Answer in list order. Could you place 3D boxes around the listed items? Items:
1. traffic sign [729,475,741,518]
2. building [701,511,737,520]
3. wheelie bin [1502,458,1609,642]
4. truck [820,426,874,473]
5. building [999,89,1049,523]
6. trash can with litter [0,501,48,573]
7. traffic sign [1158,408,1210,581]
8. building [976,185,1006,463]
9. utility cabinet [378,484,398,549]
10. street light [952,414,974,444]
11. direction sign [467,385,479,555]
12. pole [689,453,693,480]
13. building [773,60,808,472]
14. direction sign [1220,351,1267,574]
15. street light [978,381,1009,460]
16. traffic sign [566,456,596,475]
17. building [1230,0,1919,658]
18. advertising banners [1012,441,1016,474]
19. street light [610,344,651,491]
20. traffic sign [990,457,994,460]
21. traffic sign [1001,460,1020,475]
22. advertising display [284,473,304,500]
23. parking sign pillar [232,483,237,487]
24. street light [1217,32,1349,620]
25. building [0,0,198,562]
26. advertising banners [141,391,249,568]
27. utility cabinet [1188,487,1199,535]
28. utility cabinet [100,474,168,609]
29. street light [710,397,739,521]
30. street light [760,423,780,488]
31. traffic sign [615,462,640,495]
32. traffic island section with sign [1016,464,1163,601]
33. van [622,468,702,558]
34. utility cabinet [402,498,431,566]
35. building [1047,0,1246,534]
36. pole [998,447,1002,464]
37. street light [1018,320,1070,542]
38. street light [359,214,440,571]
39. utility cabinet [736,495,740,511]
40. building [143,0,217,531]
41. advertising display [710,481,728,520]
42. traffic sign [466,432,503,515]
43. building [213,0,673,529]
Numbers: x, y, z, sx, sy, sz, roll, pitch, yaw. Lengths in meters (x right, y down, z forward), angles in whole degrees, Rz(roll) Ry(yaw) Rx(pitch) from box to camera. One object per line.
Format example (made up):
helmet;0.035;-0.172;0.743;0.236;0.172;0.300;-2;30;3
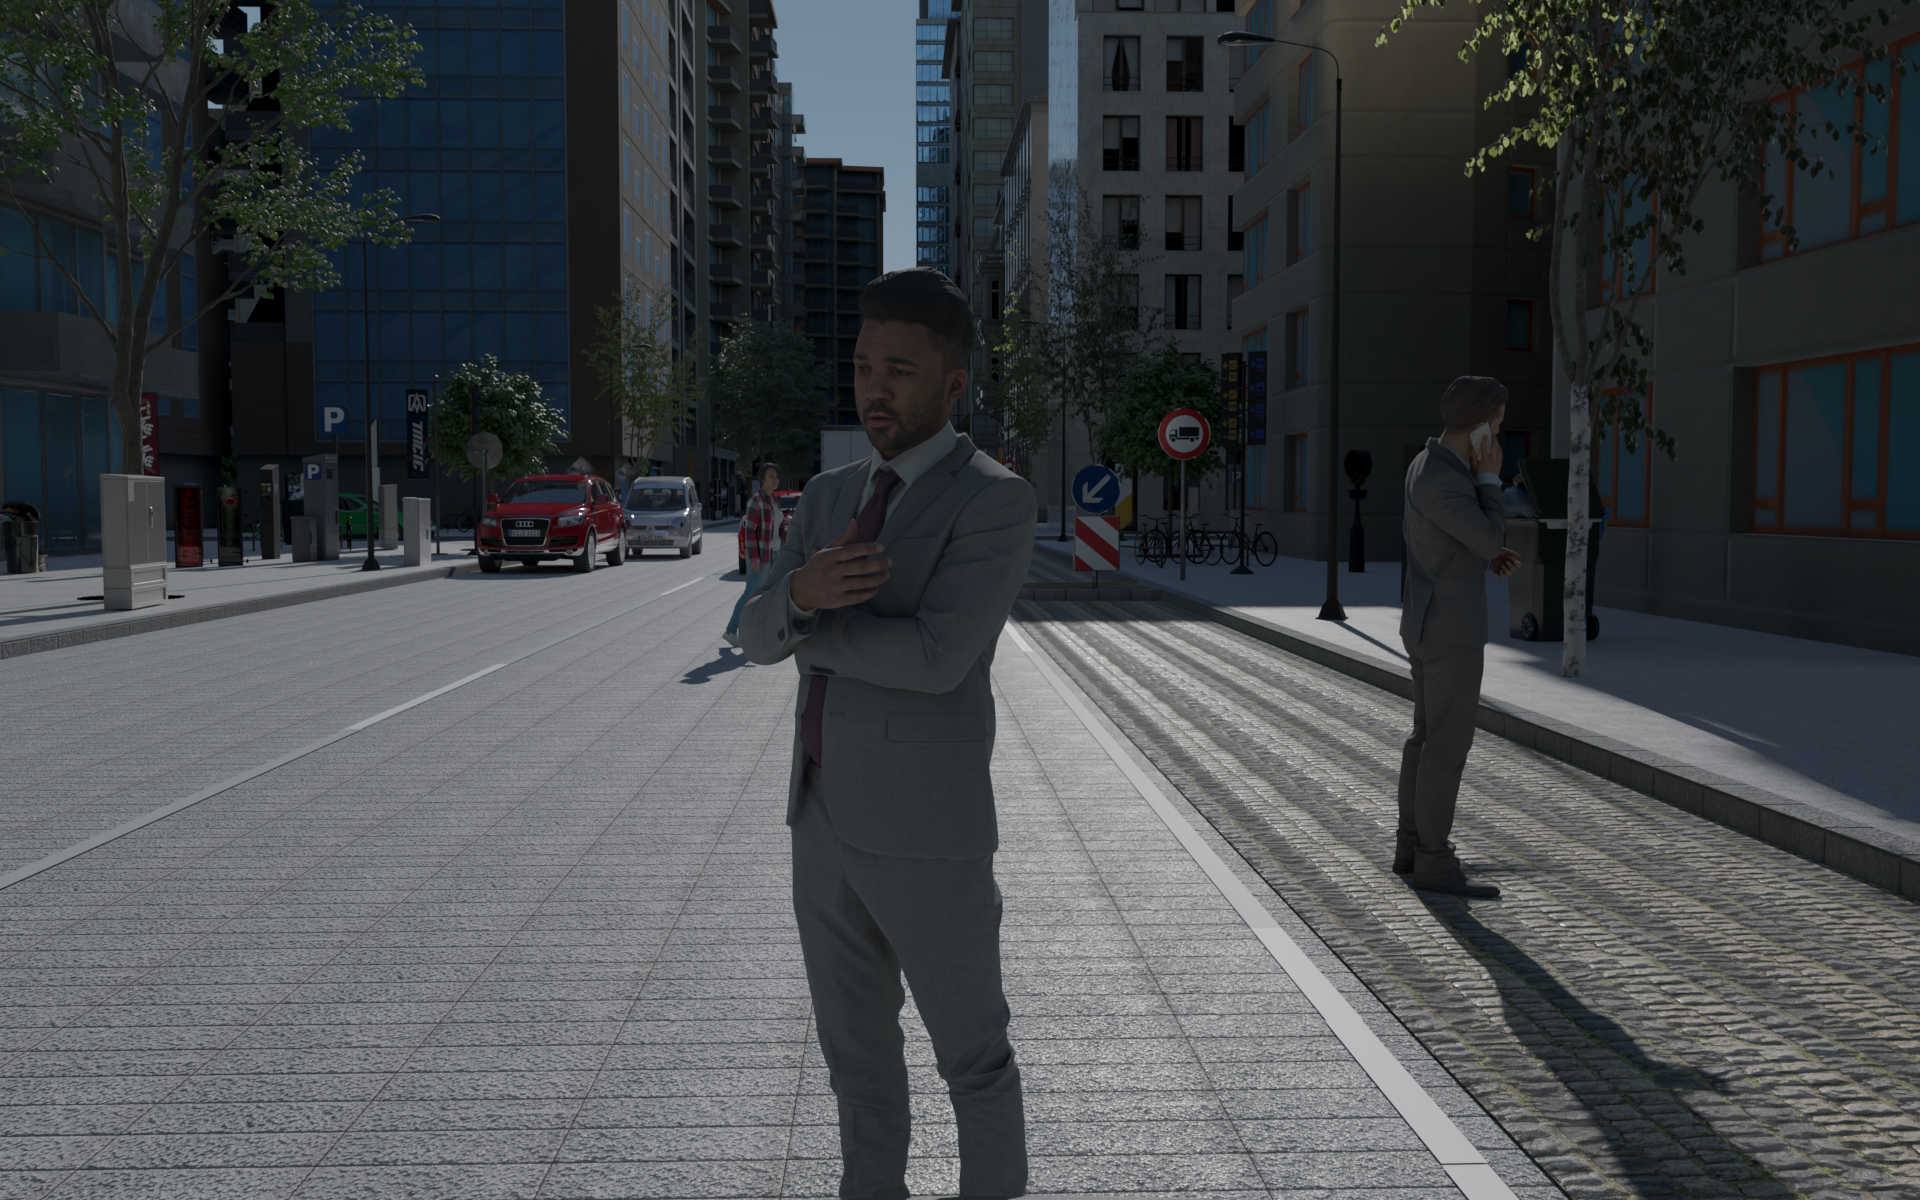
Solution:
traffic sign;-11.892;-5.466;91.501;0.606;2.300;0.079;0;4;6
building;-23.184;-40.164;94.936;20.563;71.187;20.611;0;4;-2
wheelie bin;5.183;-0.450;15.273;0.980;1.594;0.693;-1;4;-9
truck;-4.499;-5.351;76.395;2.839;4.237;11.283;0;4;0
building;7.358;-14.436;85.175;9.793;20.994;18.267;0;4;-2
trash can with litter;-15.266;-1.028;28.195;0.624;1.170;1.055;-1;4;-14
traffic sign;3.310;-1.562;25.642;0.768;2.556;0.104;0;4;2
building;8.347;-17.942;112.438;14.460;24.649;34.723;0;4;-2
utility cabinet;-13.300;-1.930;40.228;0.318;1.500;1.173;-2;4;-24
street light;0.258;-7.838;100.693;1.470;5.913;1.316;0;4;-2
direction sign;-10.182;-2.712;36.334;0.379;3.537;0.876;-2;4;-27
pole;-13.265;-5.605;85.482;0.158;3.312;0.155;0;3;0
building;-32.407;-34.958;191.176;30.456;49.044;23.786;0;4;-2
direction sign;4.529;-2.185;27.723;0.379;3.537;0.876;-3;5;-44
street light;1.449;-6.024;71.038;1.470;5.913;1.316;0;4;-2
traffic sign;-10.066;-2.594;46.051;0.795;2.450;0.064;0;4;-2
building;20.834;-11.132;27.045;27.650;21.520;28.899;0;4;-2
advertising banners;1.962;-3.714;56.909;0.090;3.025;2.074;-1;4;-12
street light;-10.279;-4.973;53.851;1.470;5.913;1.316;0;4;-2
traffic sign;0.821;-2.617;46.437;0.795;2.450;0.064;0;4;-2
traffic sign;1.843;-3.953;64.745;0.768;2.556;0.104;0;4;-1
advertising display;-20.266;-2.922;52.985;0.123;1.923;0.974;1;4;19
parking sign pillar;-49.858;-8.006;119.378;1.447;3.967;1.447;0;4;8
street light;3.282;-2.756;17.603;1.470;5.913;1.316;0;4;-2
building;-32.135;-25.162;31.012;30.456;49.044;23.786;0;4;-2
advertising banners;-13.454;-2.081;30.211;0.090;3.025;2.074;3;5;40
utility cabinet;7.326;-2.805;54.545;0.318;1.500;1.173;0;4;6
utility cabinet;-9.293;-0.664;19.534;0.318;1.500;1.173;0;4;-7
street light;-11.290;-6.767;83.183;1.470;5.913;1.316;0;4;-2
street light;-12.404;-8.570;112.666;1.470;5.913;1.316;0;4;-2
traffic sign;-10.366;-3.082;54.030;0.795;2.450;0.064;0;4;-2
traffic island section with sign;1.691;-0.940;23.998;1.989;1.847;2.006;0;4;-2
van;-6.904;-2.011;39.894;2.013;2.044;4.112;0;4;-4
utility cabinet;-9.779;-1.227;31.228;0.306;1.237;1.020;0;4;-6
building;11.921;-12.573;60.314;16.860;20.320;10.420;0;4;-2
pole;1.767;-5.013;75.811;0.158;3.312;0.155;0;3;0
street light;2.243;-4.520;46.440;1.470;5.913;1.316;0;4;-2
street light;-9.328;-3.445;28.865;1.470;5.913;1.316;0;4;-2
utility cabinet;-16.514;-7.151;128.079;0.306;1.237;1.020;-1;4;-20
building;-34.487;-25.065;59.929;14.200;45.320;14.600;0;4;-2
advertising display;-12.071;-4.988;86.760;0.974;1.923;0.123;1;4;16
traffic sign;-9.791;-2.174;35.648;0.768;2.556;0.104;0;4;2
building;-19.433;-25.598;68.640;14.600;45.320;14.200;0;4;-2
